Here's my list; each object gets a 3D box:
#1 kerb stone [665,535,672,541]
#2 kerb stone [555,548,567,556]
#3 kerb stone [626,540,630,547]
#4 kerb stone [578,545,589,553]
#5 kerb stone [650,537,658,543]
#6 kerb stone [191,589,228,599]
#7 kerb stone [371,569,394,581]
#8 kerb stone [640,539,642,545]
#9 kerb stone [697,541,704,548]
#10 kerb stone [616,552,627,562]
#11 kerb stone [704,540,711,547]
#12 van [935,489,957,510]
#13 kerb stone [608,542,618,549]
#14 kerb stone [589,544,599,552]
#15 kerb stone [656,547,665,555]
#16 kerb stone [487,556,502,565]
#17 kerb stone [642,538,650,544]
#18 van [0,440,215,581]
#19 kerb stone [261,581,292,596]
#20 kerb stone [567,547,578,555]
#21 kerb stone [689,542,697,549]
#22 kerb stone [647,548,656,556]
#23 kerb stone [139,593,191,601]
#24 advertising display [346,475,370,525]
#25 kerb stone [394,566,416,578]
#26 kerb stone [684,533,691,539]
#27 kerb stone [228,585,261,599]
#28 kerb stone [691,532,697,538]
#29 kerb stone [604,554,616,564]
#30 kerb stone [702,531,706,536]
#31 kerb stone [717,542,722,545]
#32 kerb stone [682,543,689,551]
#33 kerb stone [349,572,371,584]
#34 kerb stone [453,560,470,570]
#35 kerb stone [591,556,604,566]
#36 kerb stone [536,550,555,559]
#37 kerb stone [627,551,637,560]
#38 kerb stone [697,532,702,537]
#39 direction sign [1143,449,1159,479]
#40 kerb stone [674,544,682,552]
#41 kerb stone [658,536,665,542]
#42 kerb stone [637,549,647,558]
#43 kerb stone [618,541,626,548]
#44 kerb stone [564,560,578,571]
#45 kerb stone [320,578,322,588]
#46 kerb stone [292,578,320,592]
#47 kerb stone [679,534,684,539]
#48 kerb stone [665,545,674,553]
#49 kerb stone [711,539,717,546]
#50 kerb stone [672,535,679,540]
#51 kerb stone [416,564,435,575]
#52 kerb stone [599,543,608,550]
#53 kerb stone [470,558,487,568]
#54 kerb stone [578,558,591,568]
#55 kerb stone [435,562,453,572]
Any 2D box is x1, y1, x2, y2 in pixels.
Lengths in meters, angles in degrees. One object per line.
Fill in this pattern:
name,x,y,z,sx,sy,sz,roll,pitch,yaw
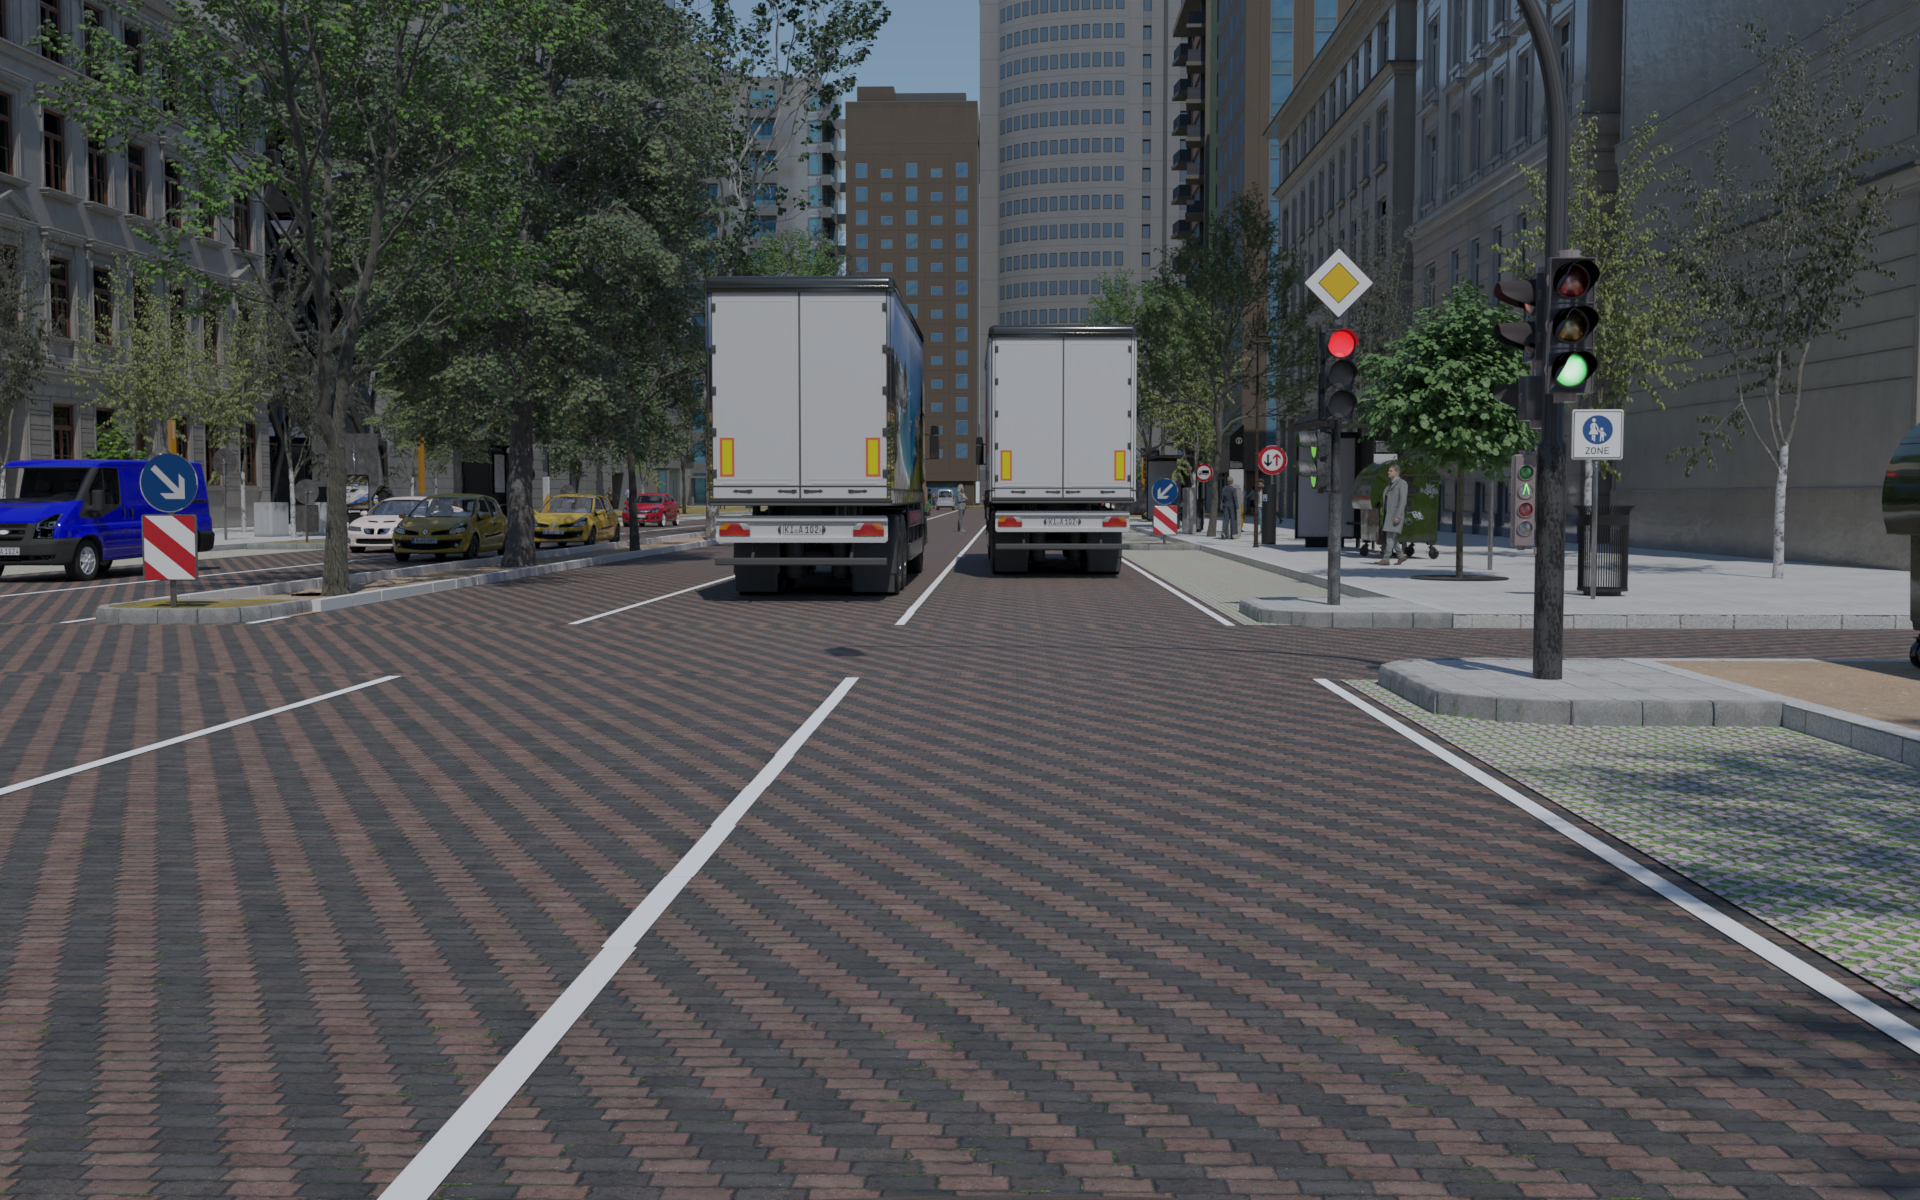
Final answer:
kerb stone,-8.937,-1.841,52.291,0.120,0.150,1.000,0,4,2
kerb stone,-9.323,-1.089,40.002,0.120,0.150,1.000,0,4,2
kerb stone,-9.100,-1.527,47.159,0.120,0.150,1.000,0,4,2
kerb stone,-9.263,-1.210,42.048,0.120,0.150,1.000,0,4,2
kerb stone,-9.003,-1.715,50.235,0.120,0.150,1.000,0,4,2
kerb stone,-9.863,-0.023,22.564,0.120,0.150,1.000,0,4,2
kerb stone,-9.679,-0.395,28.733,0.120,0.150,1.000,0,4,2
kerb stone,-9.071,-1.589,48.181,0.120,0.150,1.000,0,4,2
kerb stone,-7.030,-1.460,46.064,0.120,0.150,1.000,0,4,2
kerb stone,-7.321,-0.896,36.850,0.120,0.150,1.000,0,4,2
kerb stone,-6.993,-1.523,47.100,0.120,0.150,1.000,0,4,2
van,-1.272,-8.987,153.946,2.013,2.044,4.112,0,4,1
kerb stone,-9.161,-1.402,45.115,0.120,0.150,1.000,0,4,2
kerb stone,-9.230,-1.277,43.070,0.120,0.150,1.000,0,4,2
kerb stone,-7.195,-1.146,40.938,0.120,0.150,1.000,0,4,2
kerb stone,-9.476,-0.768,34.878,0.120,0.150,1.000,0,4,2
kerb stone,-9.034,-1.652,49.202,0.120,0.150,1.000,0,4,2
van,-15.157,-1.579,30.201,2.240,2.365,5.245,0,4,3
kerb stone,-9.800,-0.148,24.617,0.120,0.150,1.000,0,4,2
kerb stone,-9.288,-1.147,41.026,0.120,0.150,1.000,0,4,2
kerb stone,-7.063,-1.397,45.042,0.120,0.150,1.000,0,4,2
kerb stone,-7.234,-1.084,39.917,0.120,0.150,1.000,0,4,2
kerb stone,-9.894,0.042,21.542,0.120,0.150,1.000,0,4,2
advertising display,-19.923,-3.164,56.941,0.974,1.923,0.123,-1,4,-18
kerb stone,-9.629,-0.455,29.755,0.120,0.150,1.000,0,4,2
kerb stone,-8.849,-2.029,55.367,0.120,0.150,1.000,0,4,2
kerb stone,-9.834,-0.085,23.586,0.120,0.150,1.000,0,4,2
kerb stone,-8.810,-2.091,56.390,0.120,0.150,1.000,0,4,2
kerb stone,-7.350,-0.833,35.823,0.120,0.150,1.000,0,4,2
kerb stone,-8.753,-2.211,58.442,0.120,0.150,1.000,0,4,2
kerb stone,-6.940,-1.648,49.144,0.120,0.150,1.000,0,4,2
kerb stone,-7.097,-1.331,44.020,0.120,0.150,1.000,0,4,2
kerb stone,-9.704,-0.337,27.711,0.120,0.150,1.000,0,4,2
kerb stone,-9.547,-0.651,32.834,0.120,0.150,1.000,0,4,2
kerb stone,-7.380,-0.771,34.794,0.120,0.150,1.000,0,4,2
kerb stone,-9.354,-1.027,38.979,0.120,0.150,1.000,0,4,2
kerb stone,-7.290,-0.959,37.872,0.120,0.150,1.000,0,4,2
kerb stone,-8.784,-2.152,57.414,0.120,0.150,1.000,0,4,2
direction sign,9.699,-5.869,87.957,0.876,3.537,0.379,2,4,31
kerb stone,-7.130,-1.272,42.999,0.120,0.150,1.000,0,4,2
kerb stone,-8.977,-1.768,51.268,0.120,0.150,1.000,0,4,2
kerb stone,-7.262,-1.021,38.894,0.120,0.150,1.000,0,4,2
kerb stone,-9.132,-1.464,46.137,0.120,0.150,1.000,0,4,2
kerb stone,-7.449,-0.645,32.744,0.120,0.150,1.000,0,4,2
kerb stone,-9.731,-0.274,26.668,0.120,0.150,1.000,0,4,2
kerb stone,-9.766,-0.211,25.639,0.120,0.150,1.000,0,4,2
kerb stone,-8.880,-1.966,54.345,0.120,0.150,1.000,0,4,2
kerb stone,-7.154,-1.210,41.977,0.120,0.150,1.000,0,4,2
kerb stone,-6.967,-1.586,48.122,0.120,0.150,1.000,0,4,2
kerb stone,-8.899,-1.904,53.320,0.120,0.150,1.000,0,4,2
kerb stone,-9.604,-0.523,30.779,0.120,0.150,1.000,0,4,2
kerb stone,-9.198,-1.339,44.092,0.120,0.150,1.000,0,4,2
kerb stone,-9.513,-0.710,33.856,0.120,0.150,1.000,0,4,2
kerb stone,-7.422,-0.708,33.771,0.120,0.150,1.000,0,4,2
kerb stone,-9.585,-0.584,31.805,0.120,0.150,1.000,0,4,2
